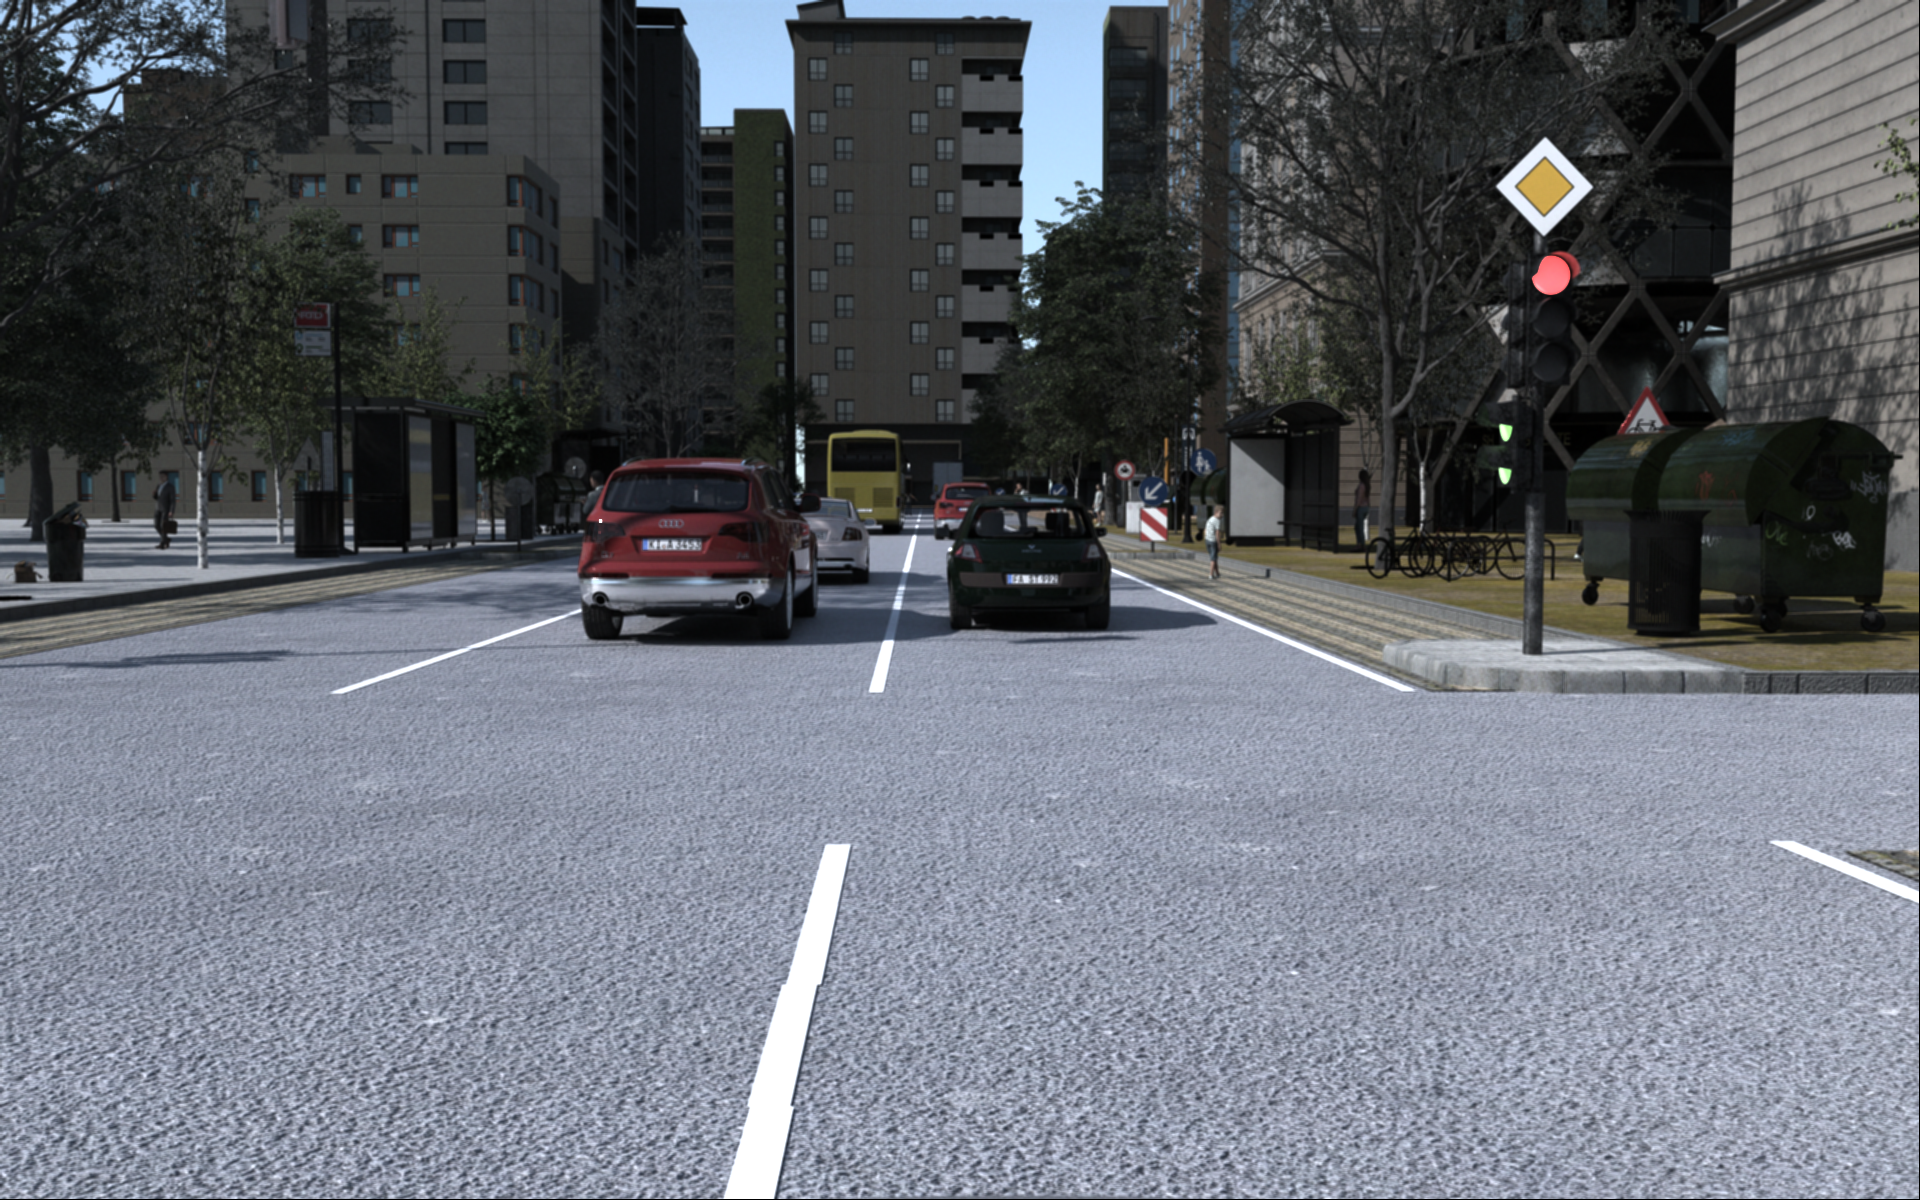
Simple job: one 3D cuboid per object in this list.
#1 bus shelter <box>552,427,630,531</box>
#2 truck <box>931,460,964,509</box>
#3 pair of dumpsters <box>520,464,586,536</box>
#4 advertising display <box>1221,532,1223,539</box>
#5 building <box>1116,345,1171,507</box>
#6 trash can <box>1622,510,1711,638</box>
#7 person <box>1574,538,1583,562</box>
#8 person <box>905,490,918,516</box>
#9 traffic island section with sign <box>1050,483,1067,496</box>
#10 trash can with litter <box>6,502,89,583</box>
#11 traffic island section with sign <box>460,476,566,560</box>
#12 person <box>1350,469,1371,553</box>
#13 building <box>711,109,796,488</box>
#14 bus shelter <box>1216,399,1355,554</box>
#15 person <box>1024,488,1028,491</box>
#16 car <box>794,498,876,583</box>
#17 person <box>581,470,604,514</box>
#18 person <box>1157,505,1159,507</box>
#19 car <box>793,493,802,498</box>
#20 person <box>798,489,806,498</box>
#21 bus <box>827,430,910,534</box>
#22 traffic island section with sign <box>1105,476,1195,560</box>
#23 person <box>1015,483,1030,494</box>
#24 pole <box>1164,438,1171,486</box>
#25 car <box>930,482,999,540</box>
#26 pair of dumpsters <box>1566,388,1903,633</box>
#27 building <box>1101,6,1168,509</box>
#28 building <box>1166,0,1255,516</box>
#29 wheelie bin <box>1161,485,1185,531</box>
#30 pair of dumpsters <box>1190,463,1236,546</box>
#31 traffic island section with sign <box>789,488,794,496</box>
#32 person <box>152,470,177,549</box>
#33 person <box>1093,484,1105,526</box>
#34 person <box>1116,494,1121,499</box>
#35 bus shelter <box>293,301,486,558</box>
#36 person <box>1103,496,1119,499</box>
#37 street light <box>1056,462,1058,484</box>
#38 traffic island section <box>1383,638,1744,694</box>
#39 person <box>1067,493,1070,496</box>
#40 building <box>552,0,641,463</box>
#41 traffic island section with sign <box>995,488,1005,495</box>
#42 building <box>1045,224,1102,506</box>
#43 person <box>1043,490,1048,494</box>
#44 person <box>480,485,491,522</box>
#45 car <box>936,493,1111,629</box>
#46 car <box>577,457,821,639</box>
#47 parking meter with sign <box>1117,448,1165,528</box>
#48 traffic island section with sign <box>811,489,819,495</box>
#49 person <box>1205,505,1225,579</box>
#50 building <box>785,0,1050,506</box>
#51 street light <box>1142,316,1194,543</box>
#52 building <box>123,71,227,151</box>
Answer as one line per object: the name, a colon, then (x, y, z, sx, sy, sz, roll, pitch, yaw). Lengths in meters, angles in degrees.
bus shelter: (-13.555, -4.442, 63.902, 1.731, 3.624, 6.357, 0, 4, -1)
truck: (-1.049, -9.638, 146.490, 2.839, 4.237, 11.283, 0, 4, -1)
pair of dumpsters: (-13.113, -3.232, 55.343, 1.574, 2.255, 4.437, 0, 4, -1)
advertising display: (7.720, -2.687, 49.152, 0.123, 1.923, 0.974, -2, 4, -29)
building: (23.779, -49.715, 125.512, 22.319, 86.520, 31.000, 0, 4, -1)
trash can: (6.376, -0.245, 15.665, 0.748, 1.137, 0.748, 0, 3, 0)
person: (11.866, -1.616, 32.476, 0.620, 1.820, 0.660, -1, 4, -19)
person: (-3.393, -6.511, 115.676, 1.217, 1.735, 0.721, 1, 4, 21)
traffic island section with sign: (3.560, -3.481, 65.538, 1.989, 1.847, 2.006, 0, 4, -1)
trash can with litter: (-13.261, -0.842, 25.154, 1.055, 1.170, 0.624, -2, 4, -33)
traffic island section with sign: (-9.800, -1.810, 38.221, 1.989, 1.847, 2.006, 0, 4, -1)
person: (8.787, -1.948, 37.898, 0.388, 1.821, 0.555, 2, 4, 32)
building: (-25.179, -30.801, 187.184, 14.086, 41.232, 14.154, 0, 4, -1)
bus shelter: (7.326, -2.796, 39.640, 2.014, 3.302, 5.546, 0, 4, -1)
person: (4.441, -6.860, 118.920, 0.721, 1.735, 1.217, 2, 4, 30)
car: (-2.453, -1.030, 29.209, 2.083, 1.381, 4.827, 0, 4, -3)
person: (-5.693, -1.132, 27.197, 0.466, 1.800, 0.511, 1, 4, 22)
person: (12.338, -6.322, 109.271, 0.709, 1.838, 0.599, 0, 4, 1)
car: (-11.798, -7.024, 124.430, 1.945, 1.707, 3.694, 0, 4, -2)
person: (-9.621, -6.003, 107.164, 1.217, 1.766, 0.721, 1, 4, 9)
bus: (-3.397, -4.531, 65.633, 2.896, 3.916, 12.252, 0, 4, -1)
traffic island section with sign: (4.103, -1.832, 38.588, 1.989, 1.847, 2.006, 0, 4, -1)
person: (2.093, -3.018, 58.023, 0.473, 1.802, 0.592, -3, 5, -42)
pole: (7.537, -4.227, 62.954, 0.158, 3.312, 0.155, 0, 3, 0)
car: (0.182, -2.888, 55.887, 2.281, 1.827, 5.304, 0, 4, -1)
pair of dumpsters: (7.856, -0.945, 17.949, 1.574, 2.255, 4.437, 0, 4, -1)
building: (19.104, -28.501, 149.580, 14.154, 41.232, 14.086, 0, 4, -1)
building: (20.260, -27.732, 103.530, 14.600, 45.320, 14.200, 0, 4, -1)
wheelie bin: (7.507, -3.261, 61.221, 0.693, 1.594, 0.980, -2, 4, -29)
pair of dumpsters: (7.091, -2.608, 45.140, 1.574, 2.255, 4.437, 0, 4, -1)
traffic island section with sign: (-11.362, -6.526, 115.333, 1.989, 1.847, 2.006, 0, 4, -1)
person: (-18.441, -2.089, 40.170, 0.622, 1.834, 0.822, 0, 4, 7)
person: (5.573, -3.817, 69.459, 0.522, 1.701, 0.512, -2, 4, -33)
person: (11.725, -7.657, 132.025, 1.217, 1.735, 0.721, 3, 4, 38)
bus shelter: (-12.829, -3.742, 38.822, 2.179, 5.291, 8.768, 0, 4, -1)
person: (9.899, -6.605, 114.124, 1.350, 1.814, 0.705, 3, 5, 43)
street light: (4.447, -7.118, 88.914, 1.470, 5.913, 1.316, 0, 4, -1)
traffic island section: (4.606, 0.514, 13.870, 2.009, 0.180, 2.903, 0, 4, -1)
person: (9.176, -8.861, 151.440, 1.217, 1.766, 0.721, 0, 4, -3)
building: (-32.312, -42.062, 125.966, 20.563, 71.187, 20.611, 0, 4, -1)
traffic island section with sign: (2.555, -6.560, 115.887, 1.989, 1.847, 2.006, 0, 4, -1)
building: (16.470, -25.442, 187.672, 14.107, 30.474, 14.160, 0, 4, -1)
person: (7.810, -9.222, 158.295, 0.593, 1.643, 0.415, 2, 4, 24)
person: (-21.500, -4.367, 78.441, 0.522, 1.701, 0.512, 0, 4, 3)
car: (0.724, -0.611, 19.783, 2.009, 1.686, 4.222, 0, 4, 0)
car: (-2.686, -0.609, 18.635, 2.281, 1.827, 5.304, 0, 4, 0)
parking meter with sign: (6.837, -4.250, 65.748, 1.738, 3.016, 0.543, 1, 4, 22)
traffic island section with sign: (-11.921, -8.218, 142.993, 1.989, 1.847, 2.006, 0, 4, -1)
person: (4.281, -0.975, 29.126, 0.352, 1.250, 0.332, 1, 4, 14)
building: (-4.469, -36.966, 193.635, 27.495, 52.752, 28.713, 0, 4, -1)
street light: (5.448, -4.455, 45.375, 1.470, 5.913, 1.316, 0, 4, -1)
building: (-78.931, -32.771, 185.920, 14.200, 45.320, 14.600, 0, 4, -1)
